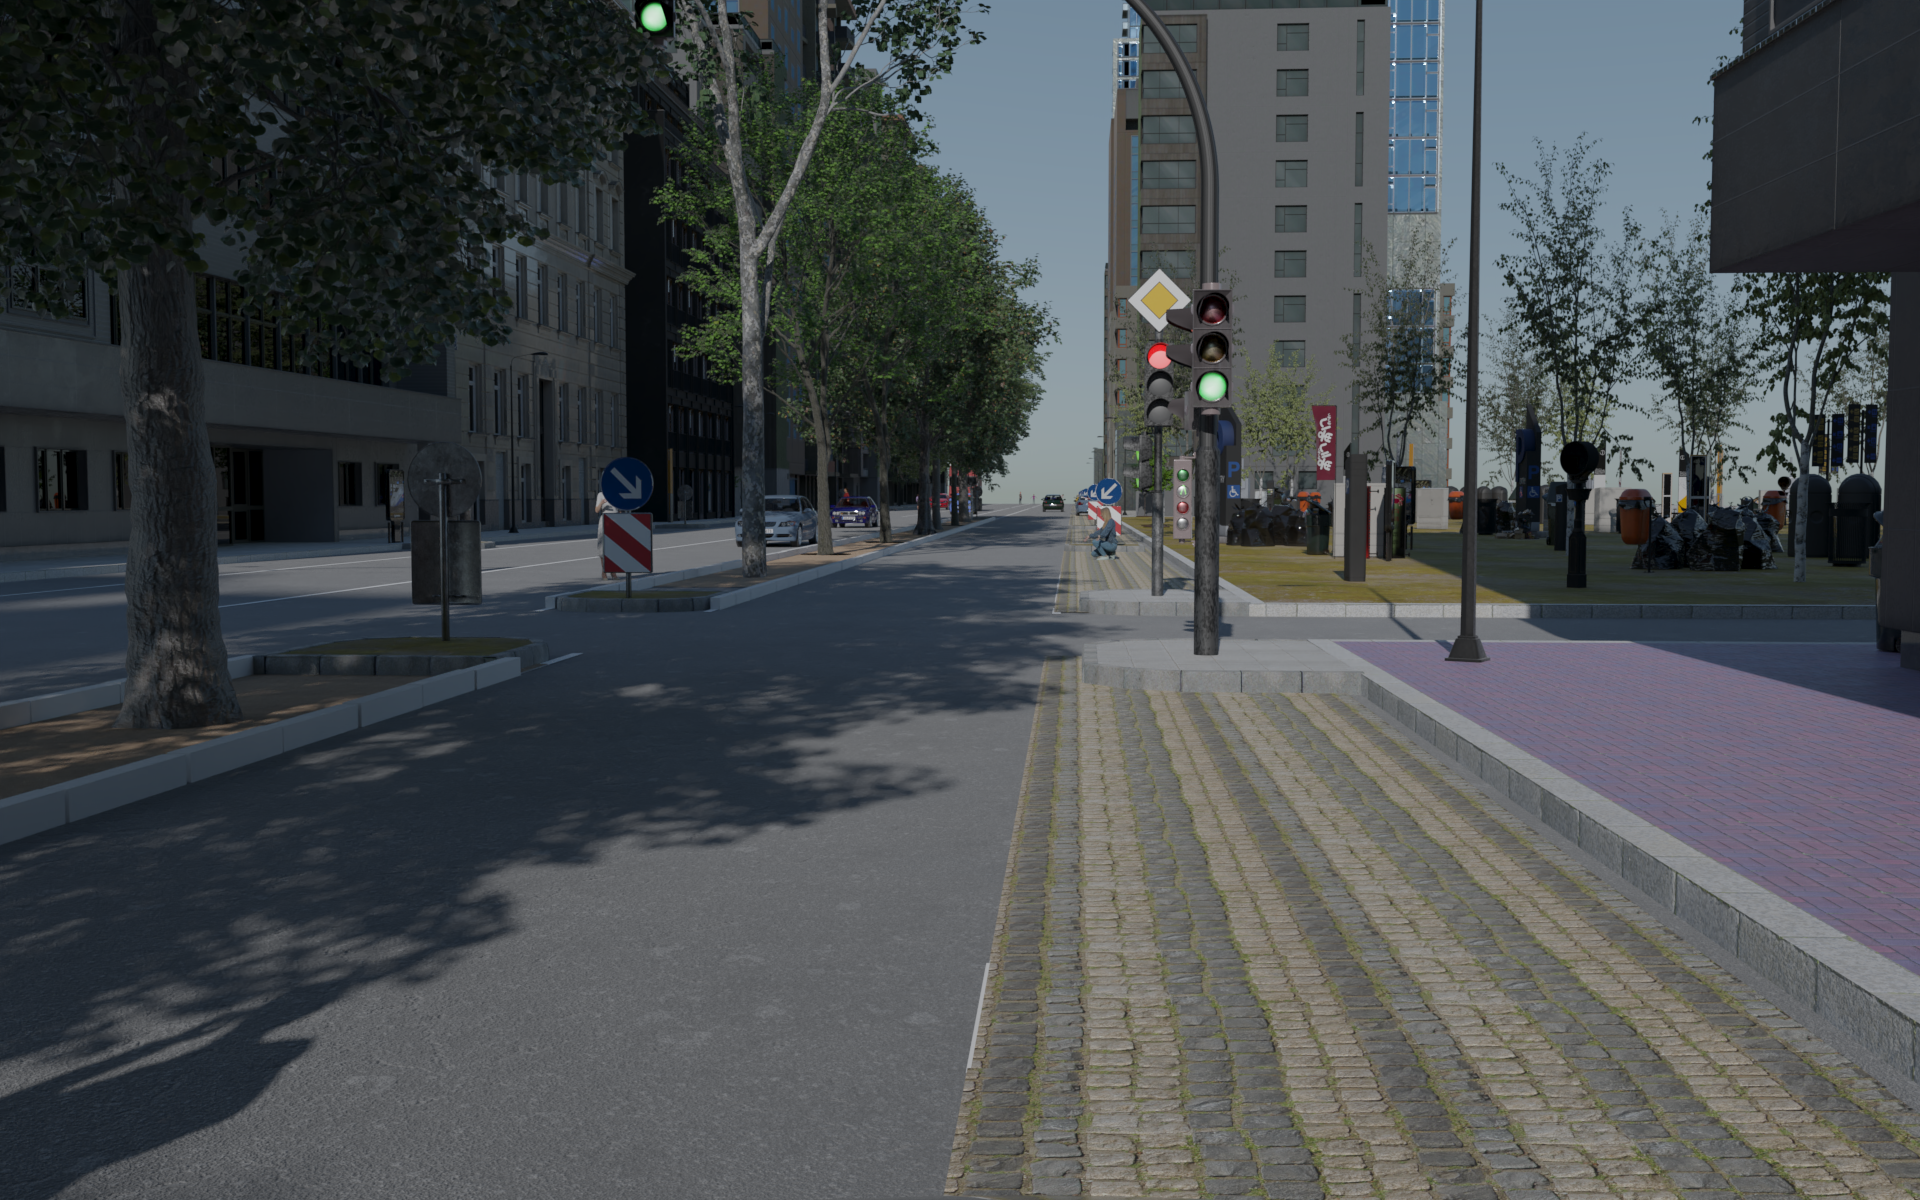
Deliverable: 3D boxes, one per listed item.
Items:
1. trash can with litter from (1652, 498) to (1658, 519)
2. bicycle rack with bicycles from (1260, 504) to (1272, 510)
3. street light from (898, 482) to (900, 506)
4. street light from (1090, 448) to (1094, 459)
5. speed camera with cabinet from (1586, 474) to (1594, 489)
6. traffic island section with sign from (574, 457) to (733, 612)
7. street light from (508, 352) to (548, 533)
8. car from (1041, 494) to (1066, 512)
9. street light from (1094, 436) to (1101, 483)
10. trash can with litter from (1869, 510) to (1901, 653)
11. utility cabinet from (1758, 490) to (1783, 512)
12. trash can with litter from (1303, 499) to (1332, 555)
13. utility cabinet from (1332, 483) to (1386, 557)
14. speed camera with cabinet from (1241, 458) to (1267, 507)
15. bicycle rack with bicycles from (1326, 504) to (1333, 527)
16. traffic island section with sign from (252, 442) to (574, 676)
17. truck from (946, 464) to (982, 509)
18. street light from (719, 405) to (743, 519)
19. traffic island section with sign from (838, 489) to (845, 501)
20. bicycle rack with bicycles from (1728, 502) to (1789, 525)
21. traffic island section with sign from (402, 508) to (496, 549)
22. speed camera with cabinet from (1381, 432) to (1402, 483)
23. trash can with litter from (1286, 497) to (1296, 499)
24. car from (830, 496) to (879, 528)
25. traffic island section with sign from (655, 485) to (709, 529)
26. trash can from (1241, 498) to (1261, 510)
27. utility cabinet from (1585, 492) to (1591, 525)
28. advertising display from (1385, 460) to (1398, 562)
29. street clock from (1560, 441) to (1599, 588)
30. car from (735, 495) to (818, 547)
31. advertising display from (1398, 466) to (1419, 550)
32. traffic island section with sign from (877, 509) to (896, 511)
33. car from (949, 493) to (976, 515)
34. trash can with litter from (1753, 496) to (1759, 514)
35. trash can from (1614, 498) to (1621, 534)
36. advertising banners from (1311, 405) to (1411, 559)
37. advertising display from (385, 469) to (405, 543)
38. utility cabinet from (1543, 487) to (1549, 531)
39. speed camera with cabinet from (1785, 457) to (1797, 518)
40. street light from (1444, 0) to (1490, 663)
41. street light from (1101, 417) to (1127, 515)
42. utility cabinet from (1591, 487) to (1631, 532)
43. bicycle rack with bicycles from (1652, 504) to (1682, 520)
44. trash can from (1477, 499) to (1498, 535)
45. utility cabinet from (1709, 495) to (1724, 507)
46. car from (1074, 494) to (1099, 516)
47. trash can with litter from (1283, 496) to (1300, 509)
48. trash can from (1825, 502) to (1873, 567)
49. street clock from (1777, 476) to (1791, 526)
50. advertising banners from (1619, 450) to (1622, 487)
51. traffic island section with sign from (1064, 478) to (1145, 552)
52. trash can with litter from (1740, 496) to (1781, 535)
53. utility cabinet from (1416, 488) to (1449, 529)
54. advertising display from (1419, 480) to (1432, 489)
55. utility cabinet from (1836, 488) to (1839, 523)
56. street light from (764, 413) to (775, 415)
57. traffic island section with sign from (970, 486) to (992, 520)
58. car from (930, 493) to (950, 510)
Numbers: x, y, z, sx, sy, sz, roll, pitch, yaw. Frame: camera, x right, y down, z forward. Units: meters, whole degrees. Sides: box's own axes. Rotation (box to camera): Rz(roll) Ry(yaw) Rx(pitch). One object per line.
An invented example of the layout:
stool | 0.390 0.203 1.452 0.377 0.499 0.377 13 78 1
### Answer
trash can with litter | 35.549 -4.752 89.090 1.055 1.170 0.624 -3 4 -39
bicycle rack with bicycles | 10.807 -3.055 63.324 2.925 0.926 2.852 1 4 22
street light | -5.867 -12.823 182.196 1.470 5.913 1.316 0 4 4
street light | 13.922 -12.240 172.662 1.470 5.913 1.316 0 4 4
speed camera with cabinet | 34.567 -6.064 93.486 0.660 3.252 2.038 -1 4 -12
traffic island section with sign | -4.046 -0.843 21.927 2.006 1.907 1.989 0 4 4
street light | -14.125 -5.146 56.674 1.470 5.913 1.316 0 4 4
car | 7.514 -7.930 139.447 2.009 1.686 4.222 0 4 4
street light | 11.647 -10.148 138.458 1.470 5.913 1.316 0 4 4
trash can with litter | 7.830 -0.151 13.863 0.624 1.170 1.055 -1 4 -17
utility cabinet | 40.607 -4.769 86.653 1.173 1.500 0.318 0 4 5
trash can with litter | 7.783 -1.537 36.514 1.055 1.170 0.624 0 4 3
utility cabinet | 8.173 -1.619 35.147 1.173 1.500 0.318 0 4 8
speed camera with cabinet | 16.398 -6.225 96.114 2.038 3.252 0.660 1 4 23
bicycle rack with bicycles | 14.020 -3.084 63.805 2.852 0.926 2.925 -2 4 -29
traffic island section with sign | -4.544 -0.391 14.537 2.006 1.907 1.989 0 4 4
truck | 0.459 -9.608 146.000 2.839 4.237 11.283 0 4 3
street light | -11.895 -7.215 90.509 1.470 5.913 1.316 0 4 4
traffic island section with sign | -8.299 -6.985 122.830 1.989 1.847 2.006 0 4 4
bicycle rack with bicycles | 34.205 -3.588 72.052 2.852 0.926 2.925 -1 4 -15
traffic island section with sign | -13.390 -2.267 45.699 1.989 1.847 2.006 0 4 4
speed camera with cabinet | 13.923 -3.744 55.554 0.660 3.252 2.038 1 4 20
trash can with litter | 15.080 -4.130 78.919 0.624 1.170 1.055 1 4 21
car | -4.526 -3.781 74.404 1.945 1.354 3.894 0 4 4
traffic island section with sign | -11.608 -3.921 72.738 1.989 1.847 2.006 0 4 4
trash can | 9.350 -2.701 55.807 0.748 1.137 0.748 0 3 0
utility cabinet | 25.899 -3.873 72.001 1.173 1.500 0.318 2 4 34
advertising display | 8.270 -1.718 33.311 0.123 1.923 0.974 1 4 17
street clock | 8.454 -1.169 23.688 0.358 2.002 0.471 -2 4 -34
car | -5.040 -2.221 48.323 2.014 1.417 4.499 0 4 5
advertising display | 10.239 -2.139 40.186 0.123 1.923 0.974 -1 4 -20
traffic island section with sign | -6.529 -8.630 149.727 1.989 1.847 2.006 0 4 4
car | 0.248 -6.885 122.158 1.945 1.707 3.694 0 4 6
trash can with litter | 40.864 -4.776 89.473 0.624 1.170 1.055 -3 4 -39
trash can | 21.629 -2.727 56.242 0.748 1.137 0.748 0 3 0
advertising banners | 7.909 -2.325 34.199 2.074 3.025 0.090 -1 4 -9
advertising display | -14.813 -2.460 45.433 0.123 1.923 0.974 0 4 5
utility cabinet | 18.115 -2.717 53.098 0.318 1.500 1.173 1 4 11
speed camera with cabinet | 44.969 -5.988 92.239 2.038 3.252 0.660 1 4 18
street light | 3.373 -2.488 13.214 1.470 5.913 1.316 0 4 4
street light | 9.378 -8.046 104.098 1.470 5.913 1.316 0 4 4
utility cabinet | 21.598 -2.977 57.352 1.173 1.500 0.318 -1 4 -13
bicycle rack with bicycles | 25.081 -2.998 62.398 2.852 0.926 2.925 -1 4 -15
trash can | 16.469 -2.603 54.214 0.748 1.137 0.748 0 3 0
utility cabinet | 38.687 -4.760 88.983 0.306 1.237 1.020 -2 4 -27
car | 8.425 -6.188 113.172 2.014 1.417 4.499 0 4 3
trash can with litter | 9.695 -2.539 52.564 2.233 1.210 1.678 2 4 25
trash can | 15.690 -1.159 30.610 0.748 1.137 0.748 0 3 0
street clock | 33.408 -4.015 70.223 0.471 2.002 0.358 3 5 42
advertising banners | 26.099 -4.401 68.145 0.090 3.025 2.074 2 4 31
traffic island section with sign | 3.619 -2.136 43.552 1.989 1.847 2.006 0 4 4
trash can with litter | 24.709 -2.674 54.784 1.678 1.210 2.233 -1 4 -14
utility cabinet | 17.155 -3.316 62.895 0.318 1.500 1.173 -3 4 -36
advertising display | 21.224 -4.534 79.350 0.123 1.923 0.974 -2 4 -26
utility cabinet | 32.654 -3.384 64.000 0.318 1.500 1.173 1 4 18
street light | -11.302 -7.749 99.229 1.470 5.913 1.316 0 4 4
traffic island section with sign | 0.898 -5.429 96.904 2.006 1.907 1.989 0 4 4
car | -1.817 -9.062 157.202 2.155 1.783 4.494 0 4 5
